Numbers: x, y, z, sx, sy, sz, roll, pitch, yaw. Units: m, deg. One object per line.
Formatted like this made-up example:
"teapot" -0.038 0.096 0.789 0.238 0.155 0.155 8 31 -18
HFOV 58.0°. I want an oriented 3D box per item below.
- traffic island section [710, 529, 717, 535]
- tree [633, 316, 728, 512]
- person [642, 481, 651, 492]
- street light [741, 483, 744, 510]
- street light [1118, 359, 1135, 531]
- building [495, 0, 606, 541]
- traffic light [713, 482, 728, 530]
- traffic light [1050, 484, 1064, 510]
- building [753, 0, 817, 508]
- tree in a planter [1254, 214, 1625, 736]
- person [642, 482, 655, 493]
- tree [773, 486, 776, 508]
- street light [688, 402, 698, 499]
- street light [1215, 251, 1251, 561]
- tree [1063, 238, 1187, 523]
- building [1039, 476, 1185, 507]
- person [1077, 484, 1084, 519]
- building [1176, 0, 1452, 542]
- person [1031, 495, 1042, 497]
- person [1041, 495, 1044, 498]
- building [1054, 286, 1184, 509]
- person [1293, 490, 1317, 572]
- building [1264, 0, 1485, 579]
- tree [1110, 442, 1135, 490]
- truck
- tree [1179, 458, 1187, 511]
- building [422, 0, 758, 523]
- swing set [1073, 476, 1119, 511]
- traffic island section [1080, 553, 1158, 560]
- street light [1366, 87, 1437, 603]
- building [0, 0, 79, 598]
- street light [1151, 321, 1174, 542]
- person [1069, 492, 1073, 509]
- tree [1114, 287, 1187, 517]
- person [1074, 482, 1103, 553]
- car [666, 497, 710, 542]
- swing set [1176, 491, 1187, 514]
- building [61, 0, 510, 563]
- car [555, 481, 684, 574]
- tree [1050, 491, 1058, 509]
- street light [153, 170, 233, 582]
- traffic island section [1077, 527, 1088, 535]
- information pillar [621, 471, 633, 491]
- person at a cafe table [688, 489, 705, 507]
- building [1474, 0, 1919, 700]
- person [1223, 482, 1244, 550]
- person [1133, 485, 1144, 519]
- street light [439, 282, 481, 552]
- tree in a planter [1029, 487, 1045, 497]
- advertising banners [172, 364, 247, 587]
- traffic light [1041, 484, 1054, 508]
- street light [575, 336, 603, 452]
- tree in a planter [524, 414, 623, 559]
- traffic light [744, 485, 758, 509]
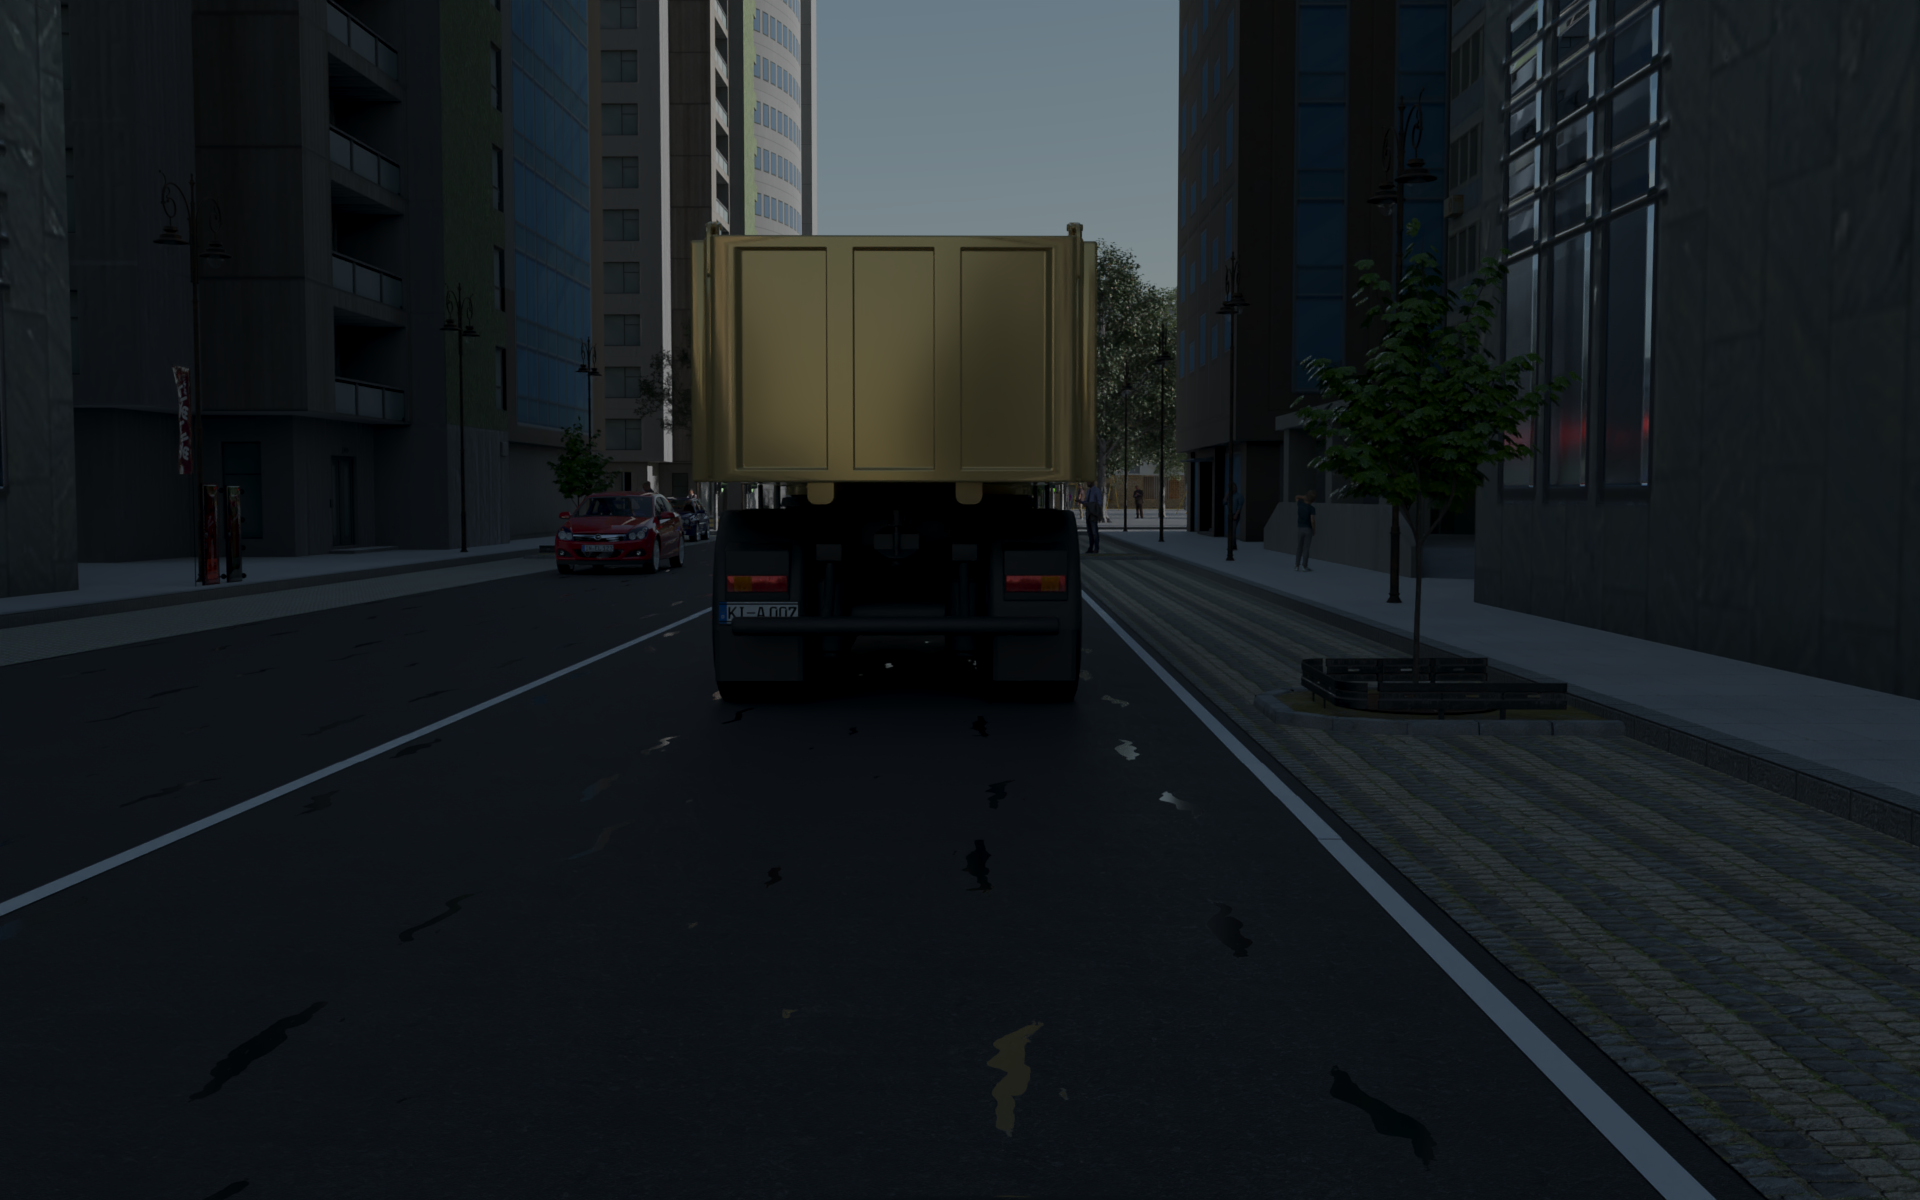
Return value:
"traffic island section" -8.646 -2.376 61.126 2.009 0.180 2.903 0 4 1
"tree" -10.585 -8.714 76.887 8.767 10.594 7.601 0 4 4
"person" -13.319 -4.192 74.447 0.709 1.838 0.599 2 4 35
"street light" -10.392 -6.718 82.624 0.468 5.910 1.993 0 4 1
"street light" 5.672 -5.289 59.257 0.468 5.910 1.993 0 4 1
"building" -19.053 -24.456 49.964 14.200 45.320 14.600 0 4 1
"traffic light" -8.607 -4.408 60.991 0.839 4.253 0.868 0 4 1
"traffic light" 3.554 -4.399 60.850 0.839 4.253 0.868 0 4 1
"building" -21.939 -35.502 122.457 21.231 58.520 28.212 0 4 1
"tree in a planter" 2.952 -0.849 11.102 1.991 3.239 1.994 0 4 1
"person" -8.104 -2.175 44.747 0.600 1.739 0.565 -2 4 -35
"tree" -10.824 -11.292 102.753 7.486 12.596 7.792 0 3 0
"street light" -10.519 -5.900 69.245 0.468 5.910 1.993 0 4 1
"street light" 5.199 -3.692 33.157 0.468 5.910 1.993 0 4 1
"tree" 6.474 -9.835 77.816 9.611 12.733 9.660 0 3 0
"building" 16.727 -19.209 180.526 16.747 18.905 31.486 0 4 1
"person" 6.087 -4.999 87.912 0.434 1.807 0.598 2 4 35
"building" 14.283 -24.556 51.603 14.600 45.320 14.200 0 4 1
"person" 7.151 -9.474 161.456 1.217 1.766 0.721 -1 4 -19
"person" 7.432 -9.779 166.640 1.217 1.736 0.721 0 4 2
"building" 15.868 -18.477 158.521 16.016 20.091 11.380 0 4 1
"person" 5.718 -1.149 28.734 0.435 1.345 0.340 2 4 29
"building" 23.088 -20.800 31.962 32.217 40.220 23.993 0 4 1
"tree" 11.179 -10.318 119.061 4.360 8.622 3.978 0 3 0
"truck" -0.485 -1.206 15.646 3.469 3.379 9.791 0 4 -1
"tree" 17.598 -11.164 132.887 4.737 8.622 4.395 0 3 0
"building" -18.481 -24.869 90.199 14.154 41.232 14.086 0 4 1
"swing set" 10.807 -8.492 136.458 3.119 2.851 2.862 -1 4 -16
"traffic island section" 3.297 -0.952 38.432 1.991 0.108 1.994 0 4 1
"street light" 5.126 -2.904 20.268 0.468 5.910 1.993 0 4 1
"building" -21.136 -42.354 5.155 22.319 86.520 31.000 0 4 1
"street light" 5.413 -4.500 46.369 0.468 5.910 1.993 0 4 1
"person" 8.802 -7.950 139.260 0.726 1.435 0.776 0 4 1
"tree" 10.819 -10.848 95.495 7.486 12.596 7.792 0 3 0
"person" 2.934 -1.928 39.888 0.599 1.838 0.709 -2 4 -27
"car" -8.635 -2.441 52.495 1.945 1.354 3.894 0 4 -1
"swing set" 15.618 -6.954 111.312 2.862 2.851 3.119 0 4 -5
"building" -18.796 -21.615 36.996 14.154 41.232 14.086 0 4 1
"car" -6.345 -1.437 32.541 2.155 1.783 4.494 0 4 0
"tree" 7.929 -10.170 149.998 4.285 4.588 4.351 0 3 0
"street light" -11.070 -3.202 25.139 0.468 5.910 1.993 0 4 1
"traffic island section" 3.594 -2.366 60.963 2.009 0.180 2.903 0 4 1
"information pillar" -10.592 -3.093 55.064 0.304 2.012 0.304 -2 4 -27
"person at a cafe table" -13.024 -4.542 82.769 1.698 1.524 1.622 1 4 22
"building" 17.047 -42.177 2.272 22.319 86.520 31.000 0 4 1
"person" 6.210 -1.901 39.330 0.429 1.552 0.499 0 4 -6
"person" 9.306 -5.118 90.406 0.565 1.739 0.600 0 4 4
"street light" -10.939 -3.990 38.028 0.468 5.910 1.993 0 4 1
"tree in a planter" 4.010 -5.889 93.515 1.991 3.239 1.994 0 4 1
"advertising banners" -10.585 -1.727 24.425 0.090 3.025 2.074 0 4 1
"traffic light" 3.657 -4.888 68.834 0.839 4.253 0.868 0 4 1
"street light" -10.881 -4.779 50.918 0.468 5.910 1.993 0 4 1
"tree in a planter" -8.609 -2.556 39.020 1.991 3.239 1.994 0 4 1
"traffic light" -8.503 -4.896 68.975 0.839 4.253 0.868 0 4 1
